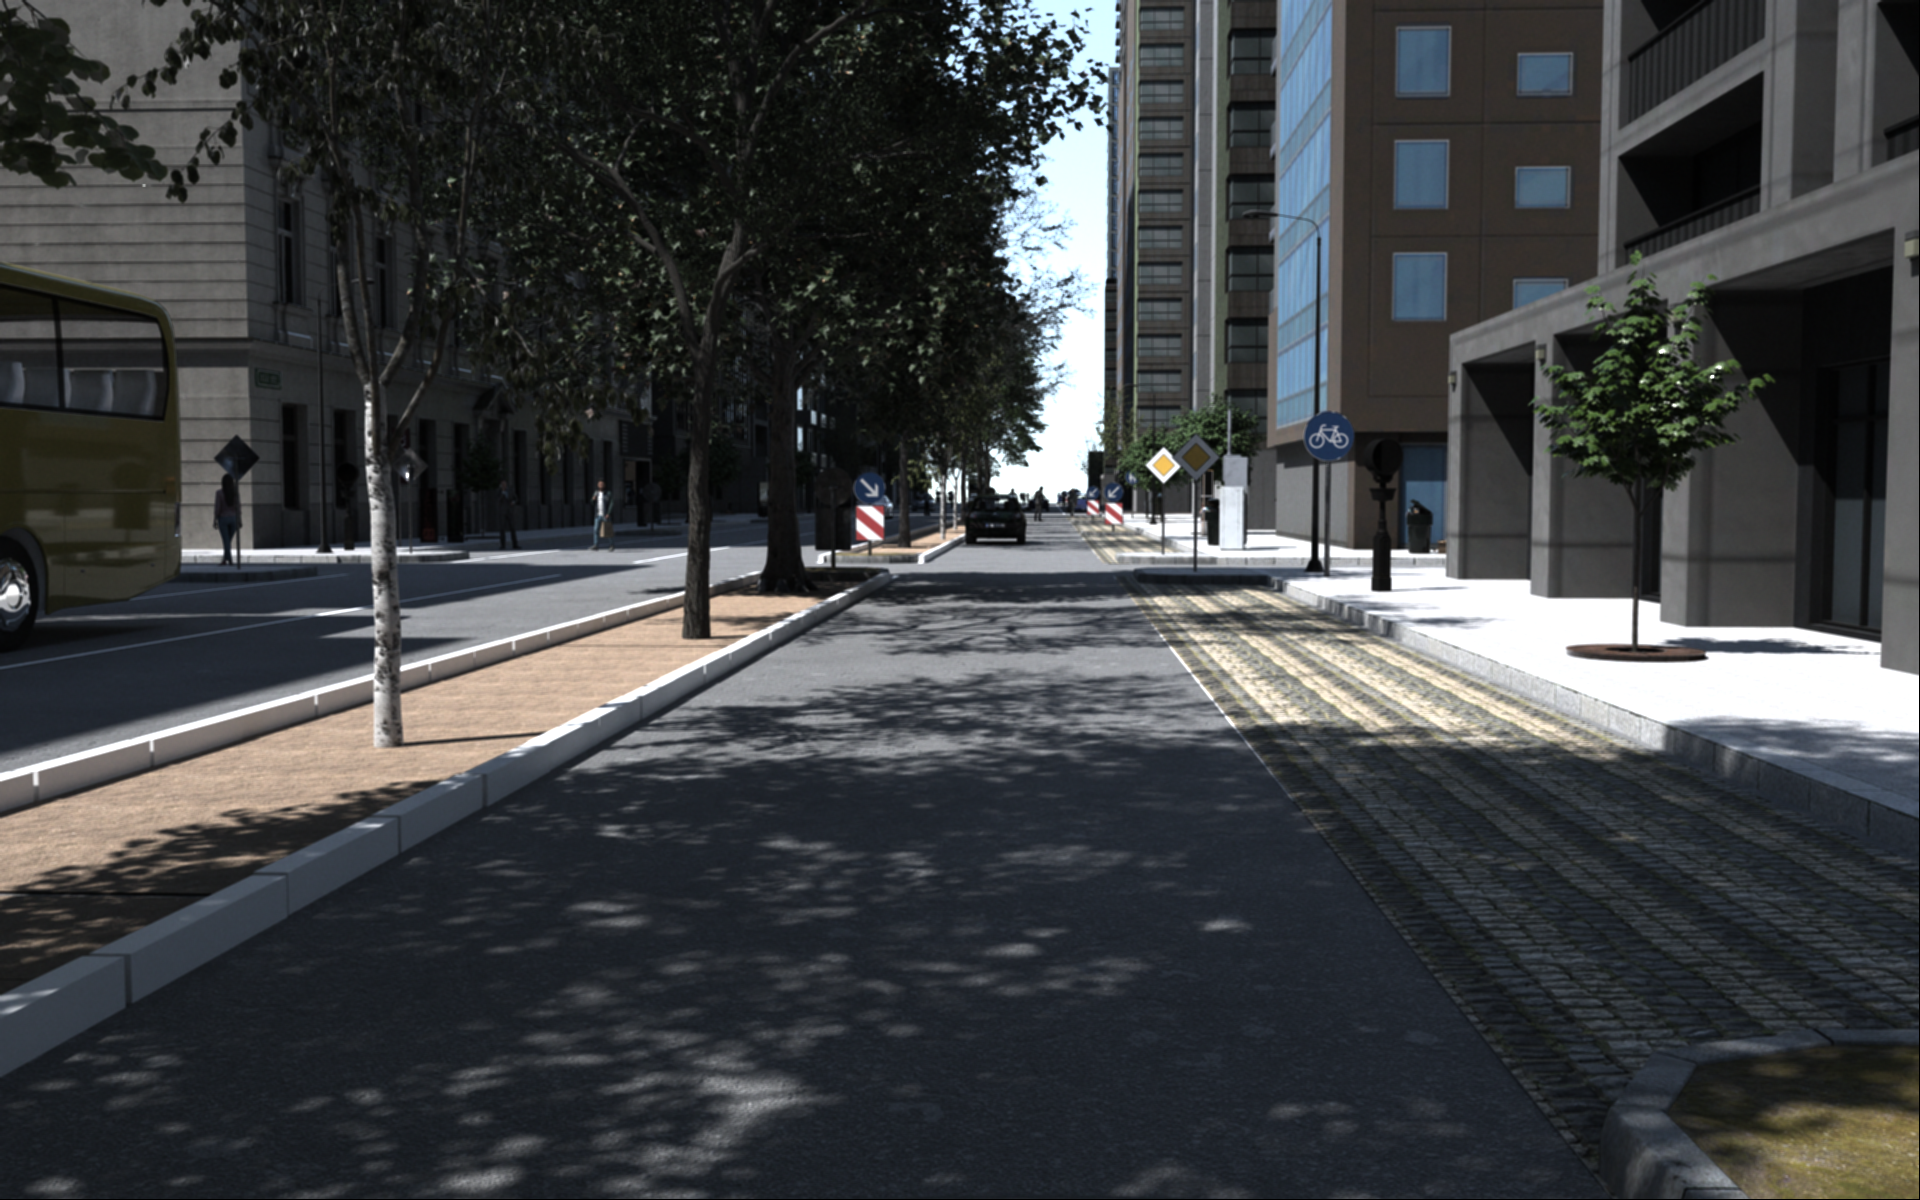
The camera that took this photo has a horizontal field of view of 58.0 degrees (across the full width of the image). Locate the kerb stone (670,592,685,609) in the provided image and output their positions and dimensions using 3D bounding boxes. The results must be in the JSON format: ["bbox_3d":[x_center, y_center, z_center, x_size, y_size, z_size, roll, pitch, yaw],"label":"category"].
[{"bbox_3d":[-3.635,0.029,21.857,0.120,0.150,1.000,0,4,3],"label":"kerb stone"}]

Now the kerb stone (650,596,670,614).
[{"bbox_3d":[-3.688,0.085,20.836,0.120,0.150,1.000,0,4,3],"label":"kerb stone"}]

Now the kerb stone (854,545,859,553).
[{"bbox_3d":[-2.626,-1.200,41.850,0.120,0.150,1.000,0,4,3],"label":"kerb stone"}]

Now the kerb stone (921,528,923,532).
[{"bbox_3d":[-1.536,-2.517,63.351,0.120,0.150,1.000,0,4,3],"label":"kerb stone"}]

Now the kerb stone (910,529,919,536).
[{"bbox_3d":[-1.631,-2.388,61.304,0.120,0.150,1.000,0,4,3],"label":"kerb stone"}]

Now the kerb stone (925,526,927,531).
[{"bbox_3d":[-1.426,-2.639,65.393,0.120,0.150,1.000,0,4,3],"label":"kerb stone"}]

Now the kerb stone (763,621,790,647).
[{"bbox_3d":[-1.794,0.341,16.640,0.120,0.150,1.000,0,4,3],"label":"kerb stone"}]

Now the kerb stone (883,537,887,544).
[{"bbox_3d":[-2.256,-1.641,49.032,0.120,0.150,1.000,0,4,3],"label":"kerb stone"}]

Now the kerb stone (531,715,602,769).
[{"bbox_3d":[-2.158,0.779,9.461,0.120,0.150,1.000,0,4,3],"label":"kerb stone"}]

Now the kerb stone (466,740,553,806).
[{"bbox_3d":[-2.201,0.841,8.440,0.120,0.150,1.000,0,4,3],"label":"kerb stone"}]

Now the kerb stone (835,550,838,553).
[{"bbox_3d":[-2.832,-0.951,37.754,0.120,0.150,1.000,0,4,3],"label":"kerb stone"}]

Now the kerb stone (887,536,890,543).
[{"bbox_3d":[-2.201,-1.704,50.059,0.120,0.150,1.000,0,4,3],"label":"kerb stone"}]

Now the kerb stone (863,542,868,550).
[{"bbox_3d":[-2.511,-1.327,43.897,0.120,0.150,1.000,0,4,3],"label":"kerb stone"}]

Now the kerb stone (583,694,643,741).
[{"bbox_3d":[-2.111,0.716,10.482,0.120,0.150,1.000,0,4,3],"label":"kerb stone"}]

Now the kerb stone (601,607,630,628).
[{"bbox_3d":[-3.788,0.209,18.783,0.120,0.150,1.000,0,4,3],"label":"kerb stone"}]

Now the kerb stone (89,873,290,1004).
[{"bbox_3d":[-2.362,1.038,5.367,0.120,0.150,1.000,0,4,3],"label":"kerb stone"}]

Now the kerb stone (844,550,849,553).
[{"bbox_3d":[-2.722,-1.073,39.805,0.120,0.150,1.000,0,4,3],"label":"kerb stone"}]

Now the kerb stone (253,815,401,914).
[{"bbox_3d":[-2.318,0.970,6.388,0.120,0.150,1.000,0,4,3],"label":"kerb stone"}]

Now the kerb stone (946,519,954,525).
[{"bbox_3d":[-0.504,-3.764,83.786,0.120,0.150,1.000,0,4,3],"label":"kerb stone"}]

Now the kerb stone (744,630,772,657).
[{"bbox_3d":[-1.855,0.406,15.612,0.120,0.150,1.000,0,4,3],"label":"kerb stone"}]

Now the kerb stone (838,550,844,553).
[{"bbox_3d":[-2.773,-1.011,38.780,0.120,0.150,1.000,0,4,3],"label":"kerb stone"}]

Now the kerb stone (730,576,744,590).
[{"bbox_3d":[-3.425,-0.230,25.961,0.120,0.150,1.000,0,4,3],"label":"kerb stone"}]

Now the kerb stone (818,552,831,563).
[{"bbox_3d":[-2.881,-0.889,36.734,0.120,0.150,1.000,0,4,3],"label":"kerb stone"}]

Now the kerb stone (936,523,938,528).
[{"bbox_3d":[-1.121,-3.015,71.518,0.120,0.150,1.000,0,4,3],"label":"kerb stone"}]

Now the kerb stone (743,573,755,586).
[{"bbox_3d":[-3.371,-0.293,26.984,0.120,0.150,1.000,0,4,3],"label":"kerb stone"}]

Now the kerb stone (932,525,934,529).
[{"bbox_3d":[-1.222,-2.884,69.476,0.120,0.150,1.000,0,4,3],"label":"kerb stone"}]

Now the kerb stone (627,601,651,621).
[{"bbox_3d":[-3.734,0.146,19.810,0.120,0.150,1.000,0,4,3],"label":"kerb stone"}]

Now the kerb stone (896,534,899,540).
[{"bbox_3d":[-2.048,-1.888,53.132,0.120,0.150,1.000,0,4,3],"label":"kerb stone"}]

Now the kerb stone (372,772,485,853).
[{"bbox_3d":[-2.267,0.904,7.416,0.120,0.150,1.000,0,4,3],"label":"kerb stone"}]

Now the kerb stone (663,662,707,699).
[{"bbox_3d":[-2.010,0.591,12.526,0.120,0.150,1.000,0,4,3],"label":"kerb stone"}]

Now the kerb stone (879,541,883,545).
[{"bbox_3d":[-2.317,-1.579,48.009,0.120,0.150,1.000,0,4,3],"label":"kerb stone"}]

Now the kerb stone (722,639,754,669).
[{"bbox_3d":[-1.899,0.471,14.581,0.120,0.150,1.000,0,4,3],"label":"kerb stone"}]

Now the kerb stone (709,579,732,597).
[{"bbox_3d":[-3.476,-0.161,24.927,0.120,0.150,1.000,0,4,3],"label":"kerb stone"}]

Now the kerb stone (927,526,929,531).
[{"bbox_3d":[-1.378,-2.705,66.414,0.120,0.150,1.000,0,4,3],"label":"kerb stone"}]

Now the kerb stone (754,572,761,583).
[{"bbox_3d":[-3.333,-0.355,28.007,0.120,0.150,1.000,0,4,3],"label":"kerb stone"}]

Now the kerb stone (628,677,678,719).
[{"bbox_3d":[-2.054,0.654,11.503,0.120,0.150,1.000,0,4,3],"label":"kerb stone"}]

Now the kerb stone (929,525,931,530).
[{"bbox_3d":[-1.321,-2.767,67.434,0.120,0.150,1.000,0,4,3],"label":"kerb stone"}]

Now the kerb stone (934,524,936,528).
[{"bbox_3d":[-1.177,-2.954,70.498,0.120,0.150,1.000,0,4,3],"label":"kerb stone"}]

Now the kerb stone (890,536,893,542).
[{"bbox_3d":[-2.165,-1.767,51.089,0.120,0.150,1.000,0,4,3],"label":"kerb stone"}]

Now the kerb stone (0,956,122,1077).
[{"bbox_3d":[-2.412,1.098,4.332,0.120,0.150,1.000,0,4,3],"label":"kerb stone"}]

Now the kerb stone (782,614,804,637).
[{"bbox_3d":[-1.743,0.277,17.661,0.120,0.150,1.000,0,4,3],"label":"kerb stone"}]

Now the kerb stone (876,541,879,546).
[{"bbox_3d":[-2.368,-1.515,46.972,0.120,0.150,1.000,0,4,3],"label":"kerb stone"}]

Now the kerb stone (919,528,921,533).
[{"bbox_3d":[-1.587,-2.454,62.325,0.120,0.150,1.000,0,4,3],"label":"kerb stone"}]

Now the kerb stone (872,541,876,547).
[{"bbox_3d":[-2.415,-1.451,45.951,0.120,0.150,1.000,0,4,3],"label":"kerb stone"}]

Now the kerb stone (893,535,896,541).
[{"bbox_3d":[-2.106,-1.830,52.112,0.120,0.150,1.000,0,4,3],"label":"kerb stone"}]

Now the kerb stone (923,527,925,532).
[{"bbox_3d":[-1.482,-2.579,64.372,0.120,0.150,1.000,0,4,3],"label":"kerb stone"}]

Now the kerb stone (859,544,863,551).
[{"bbox_3d":[-2.573,-1.265,42.876,0.120,0.150,1.000,0,4,3],"label":"kerb stone"}]

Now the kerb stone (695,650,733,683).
[{"bbox_3d":[-1.952,0.528,13.555,0.120,0.150,1.000,0,4,3],"label":"kerb stone"}]

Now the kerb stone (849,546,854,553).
[{"bbox_3d":[-2.678,-1.139,40.826,0.120,0.150,1.000,0,4,3],"label":"kerb stone"}]
